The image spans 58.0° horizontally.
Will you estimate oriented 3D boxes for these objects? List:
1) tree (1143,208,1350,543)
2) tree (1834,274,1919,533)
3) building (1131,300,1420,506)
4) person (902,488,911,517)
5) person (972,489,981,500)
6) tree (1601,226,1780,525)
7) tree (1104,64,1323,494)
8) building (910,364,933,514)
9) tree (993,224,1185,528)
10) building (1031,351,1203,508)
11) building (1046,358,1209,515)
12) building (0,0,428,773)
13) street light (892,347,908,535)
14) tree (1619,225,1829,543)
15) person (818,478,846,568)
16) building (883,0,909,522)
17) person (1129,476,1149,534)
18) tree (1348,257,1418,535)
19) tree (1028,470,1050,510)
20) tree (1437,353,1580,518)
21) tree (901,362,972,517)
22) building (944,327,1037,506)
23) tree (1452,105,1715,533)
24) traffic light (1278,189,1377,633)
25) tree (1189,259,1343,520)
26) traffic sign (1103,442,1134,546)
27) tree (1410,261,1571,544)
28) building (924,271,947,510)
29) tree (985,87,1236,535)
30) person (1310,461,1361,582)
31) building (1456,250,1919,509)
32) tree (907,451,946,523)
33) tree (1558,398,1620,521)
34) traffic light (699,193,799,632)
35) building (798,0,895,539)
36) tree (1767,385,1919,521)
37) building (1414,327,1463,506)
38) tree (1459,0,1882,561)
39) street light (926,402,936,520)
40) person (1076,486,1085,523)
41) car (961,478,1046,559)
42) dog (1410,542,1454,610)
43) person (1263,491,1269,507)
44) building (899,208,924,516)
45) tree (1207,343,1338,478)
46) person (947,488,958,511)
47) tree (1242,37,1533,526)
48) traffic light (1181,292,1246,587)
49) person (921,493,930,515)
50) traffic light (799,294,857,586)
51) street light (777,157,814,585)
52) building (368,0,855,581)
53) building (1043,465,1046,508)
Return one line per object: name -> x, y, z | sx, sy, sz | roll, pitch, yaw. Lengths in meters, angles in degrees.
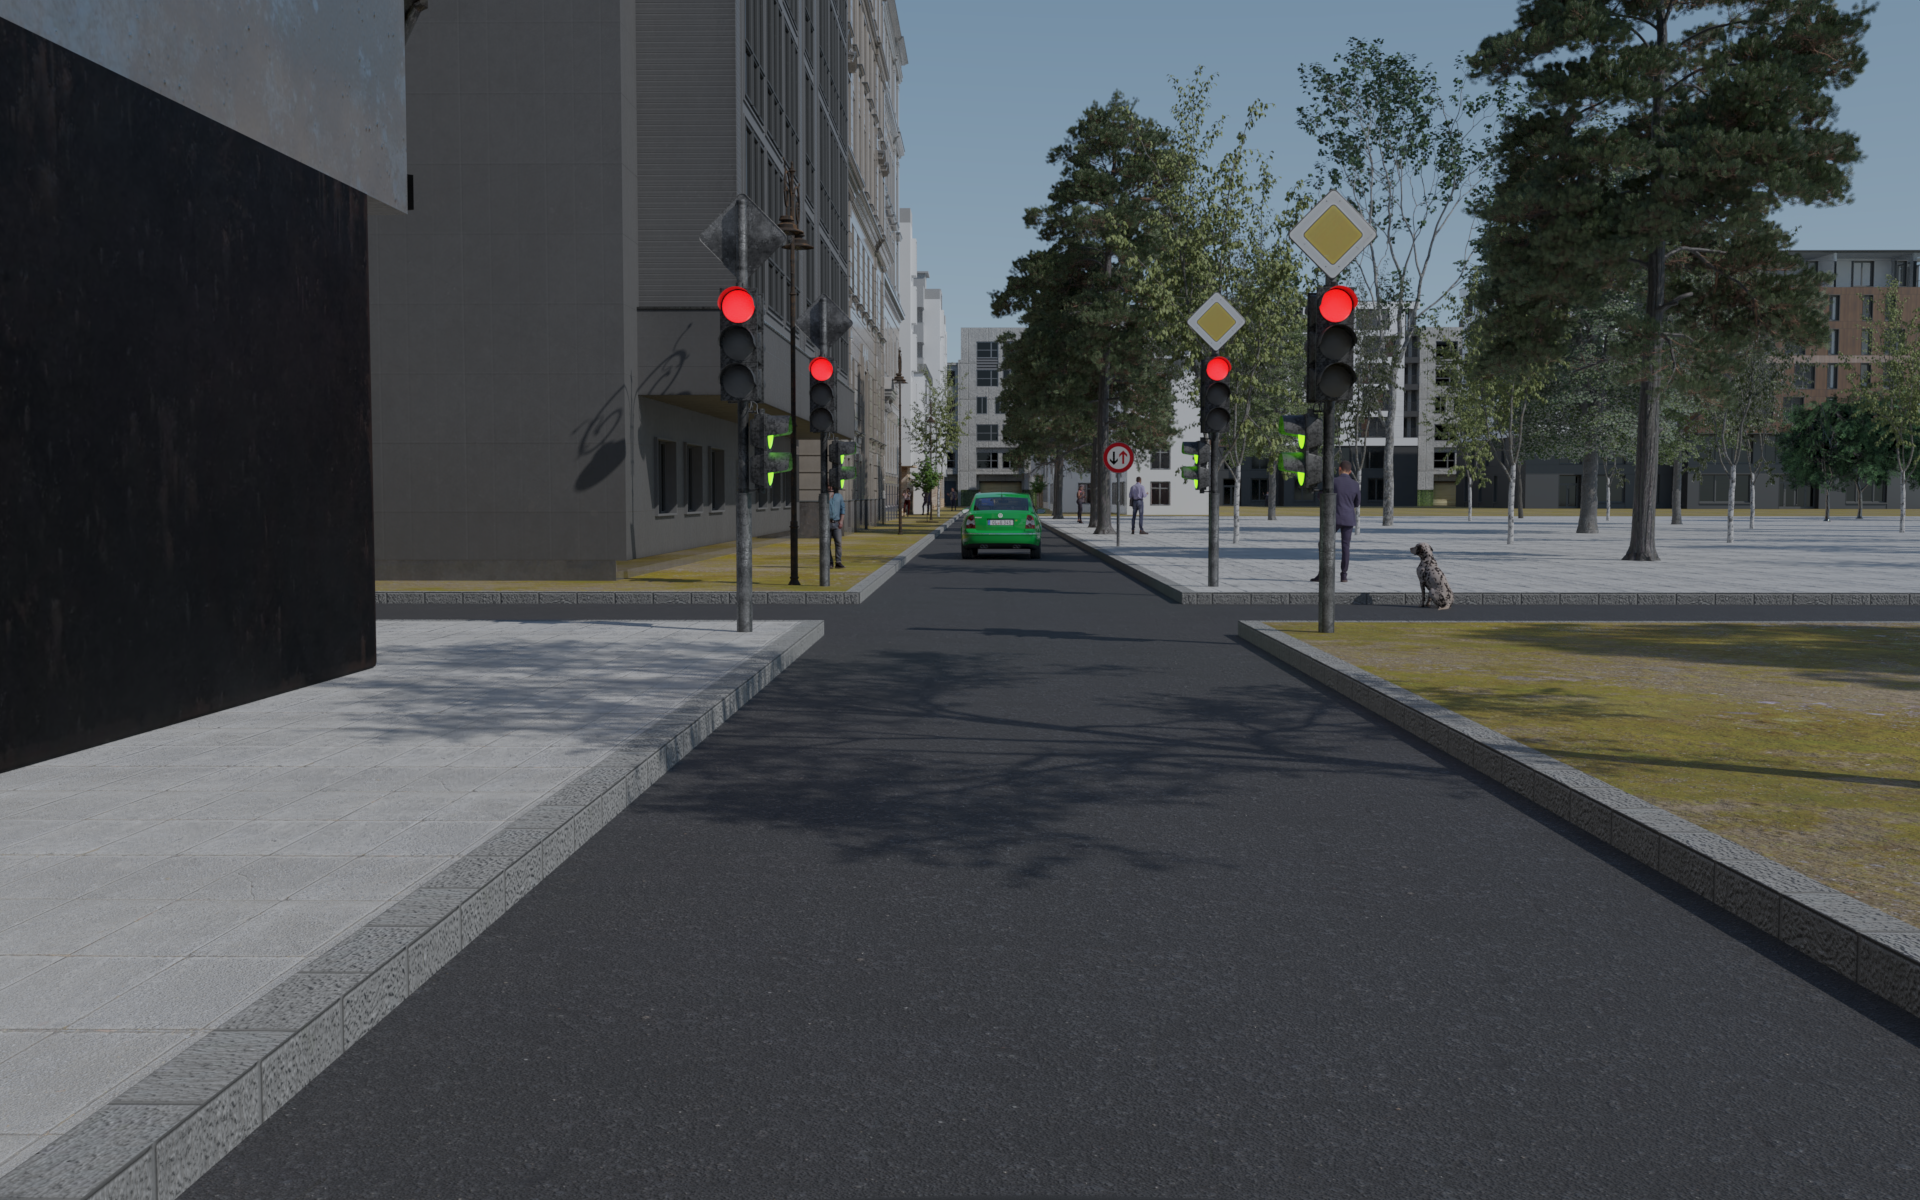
tree -> 7.084, -5.789, 45.006 | 4.360, 8.622, 3.978 | 0, 3, 0
tree -> 31.223, -6.537, 57.235 | 4.737, 8.622, 4.395 | 0, 3, 0
building -> 32.347, -21.593, 197.015 | 32.646, 21.610, 27.936 | 0, 4, 1
person -> -3.035, -5.552, 98.275 | 0.566, 1.644, 0.517 | -2, 4, -32
person -> 1.620, -8.232, 143.086 | 1.348, 1.826, 0.705 | 1, 4, 15
tree -> 30.269, -9.426, 72.244 | 7.486, 12.596, 7.792 | 0, 3, 0
tree -> 4.460, -4.871, 30.007 | 4.737, 8.622, 4.395 | 0, 3, 0
building -> -6.514, -11.221, 125.608 | 9.099, 9.664, 28.070 | 0, 4, 1
tree -> 5.197, -8.793, 65.814 | 6.751, 12.117, 7.091 | 0, 3, 0
building -> 14.986, -19.092, 168.577 | 16.016, 20.091, 11.380 | 0, 4, 1
building -> 11.242, -10.946, 121.108 | 9.099, 9.664, 28.070 | 0, 4, 1
building -> -12.742, -8.548, 7.204 | 16.811, 18.784, 16.820 | 0, 4, 1
street light -> -1.887, -5.003, 54.590 | 0.468, 5.910, 1.993 | 0, 4, 1
tree -> 20.441, -5.819, 45.495 | 4.360, 8.622, 3.978 | 0, 3, 0
person -> -2.182, -1.318, 29.797 | 0.499, 1.552, 0.429 | 0, 4, 7
building -> -9.570, -18.221, 83.825 | 13.634, 28.700, 20.117 | 0, 4, 1
person -> 5.733, -3.008, 55.089 | 0.709, 1.838, 0.599 | 3, 4, 36
tree -> 12.401, -6.363, 54.391 | 4.360, 8.622, 3.978 | 0, 3, 0
tree -> 6.171, -8.823, 138.864 | 1.663, 3.219, 1.824 | 0, 3, 0
tree -> 29.616, -9.592, 91.243 | 8.767, 10.594, 7.601 | 1, 4, 9
tree -> -1.249, -8.968, 96.993 | 4.737, 8.622, 4.395 | 0, 3, 0
building -> 0.206, -19.931, 192.337 | 31.486, 18.905, 16.747 | 0, 4, 1
tree -> 20.567, -9.162, 56.450 | 9.857, 13.997, 8.962 | 0, 3, 0
traffic light -> 3.375, -1.632, 15.935 | 0.839, 4.213, 0.868 | 0, 4, 1
tree -> 14.849, -10.173, 84.453 | 7.486, 12.596, 7.792 | 0, 3, 0
traffic sign -> 3.881, -2.590, 42.453 | 0.768, 2.556, 0.104 | 0, 4, 6
tree -> 13.946, -5.733, 44.090 | 4.737, 8.622, 4.395 | 0, 3, 0
building -> -9.312, -17.651, 145.021 | 16.016, 20.091, 11.380 | 0, 4, 1
tree -> 4.752, -9.031, 55.077 | 7.806, 13.903, 7.818 | 0, 3, 0
person -> 5.482, -1.152, 25.324 | 0.683, 1.767, 0.568 | 0, 4, -5
building -> 65.830, -19.278, 159.172 | 32.646, 21.610, 27.936 | 0, 4, 1
tree -> -1.615, -5.110, 78.152 | 1.663, 3.219, 1.824 | 0, 3, 0
tree -> 30.990, -8.113, 83.014 | 4.360, 8.622, 3.978 | 0, 3, 0
traffic light -> -1.986, -1.636, 16.000 | 0.839, 4.213, 0.868 | 0, 4, 1
building -> -8.994, -16.142, 61.193 | 12.463, 27.353, 25.104 | 0, 4, 1
tree -> 46.637, -7.550, 86.348 | 11.467, 7.101, 20.602 | 2, 4, 26
building -> 64.470, -19.882, 191.535 | 31.486, 18.905, 16.747 | 0, 4, 1
tree -> 13.491, -7.684, 33.053 | 7.806, 13.903, 7.818 | 0, 3, 0
street light -> -1.425, -6.868, 85.085 | 0.468, 5.910, 1.993 | 0, 4, 1
person -> 5.312, -4.173, 75.737 | 0.415, 1.643, 0.593 | -2, 4, -33
car -> 0.985, -1.893, 39.745 | 1.959, 1.807, 4.718 | 0, 4, 3
dog -> 5.954, -0.301, 21.757 | 0.513, 0.831, 0.800 | 0, 4, 8
person -> 32.046, -10.510, 181.142 | 0.742, 1.727, 0.445 | -2, 4, -27
building -> -10.583, -15.217, 105.212 | 16.016, 20.091, 11.380 | 0, 4, 1
tree -> 17.015, -9.800, 94.637 | 8.767, 10.594, 7.601 | 2, 4, 24
person -> -0.577, -7.613, 131.040 | 0.617, 1.759, 0.750 | 2, 4, 26
tree -> 17.820, -13.120, 70.407 | 12.611, 20.169, 13.585 | 0, 3, 0
traffic light -> 3.495, -2.121, 23.919 | 0.839, 4.213, 0.868 | 0, 4, 1
person -> -2.076, -6.011, 104.775 | 0.683, 1.767, 0.568 | -2, 4, -26
traffic light -> -1.865, -2.125, 23.984 | 0.839, 4.213, 0.868 | 0, 4, 1
street light -> -2.335, -3.147, 24.234 | 0.468, 5.910, 1.993 | 0, 4, 1
building -> -10.224, -14.873, 36.681 | 14.314, 27.812, 24.014 | 0, 4, 1
building -> 12.046, -12.664, 149.203 | 9.099, 9.664, 28.070 | 0, 4, 1
